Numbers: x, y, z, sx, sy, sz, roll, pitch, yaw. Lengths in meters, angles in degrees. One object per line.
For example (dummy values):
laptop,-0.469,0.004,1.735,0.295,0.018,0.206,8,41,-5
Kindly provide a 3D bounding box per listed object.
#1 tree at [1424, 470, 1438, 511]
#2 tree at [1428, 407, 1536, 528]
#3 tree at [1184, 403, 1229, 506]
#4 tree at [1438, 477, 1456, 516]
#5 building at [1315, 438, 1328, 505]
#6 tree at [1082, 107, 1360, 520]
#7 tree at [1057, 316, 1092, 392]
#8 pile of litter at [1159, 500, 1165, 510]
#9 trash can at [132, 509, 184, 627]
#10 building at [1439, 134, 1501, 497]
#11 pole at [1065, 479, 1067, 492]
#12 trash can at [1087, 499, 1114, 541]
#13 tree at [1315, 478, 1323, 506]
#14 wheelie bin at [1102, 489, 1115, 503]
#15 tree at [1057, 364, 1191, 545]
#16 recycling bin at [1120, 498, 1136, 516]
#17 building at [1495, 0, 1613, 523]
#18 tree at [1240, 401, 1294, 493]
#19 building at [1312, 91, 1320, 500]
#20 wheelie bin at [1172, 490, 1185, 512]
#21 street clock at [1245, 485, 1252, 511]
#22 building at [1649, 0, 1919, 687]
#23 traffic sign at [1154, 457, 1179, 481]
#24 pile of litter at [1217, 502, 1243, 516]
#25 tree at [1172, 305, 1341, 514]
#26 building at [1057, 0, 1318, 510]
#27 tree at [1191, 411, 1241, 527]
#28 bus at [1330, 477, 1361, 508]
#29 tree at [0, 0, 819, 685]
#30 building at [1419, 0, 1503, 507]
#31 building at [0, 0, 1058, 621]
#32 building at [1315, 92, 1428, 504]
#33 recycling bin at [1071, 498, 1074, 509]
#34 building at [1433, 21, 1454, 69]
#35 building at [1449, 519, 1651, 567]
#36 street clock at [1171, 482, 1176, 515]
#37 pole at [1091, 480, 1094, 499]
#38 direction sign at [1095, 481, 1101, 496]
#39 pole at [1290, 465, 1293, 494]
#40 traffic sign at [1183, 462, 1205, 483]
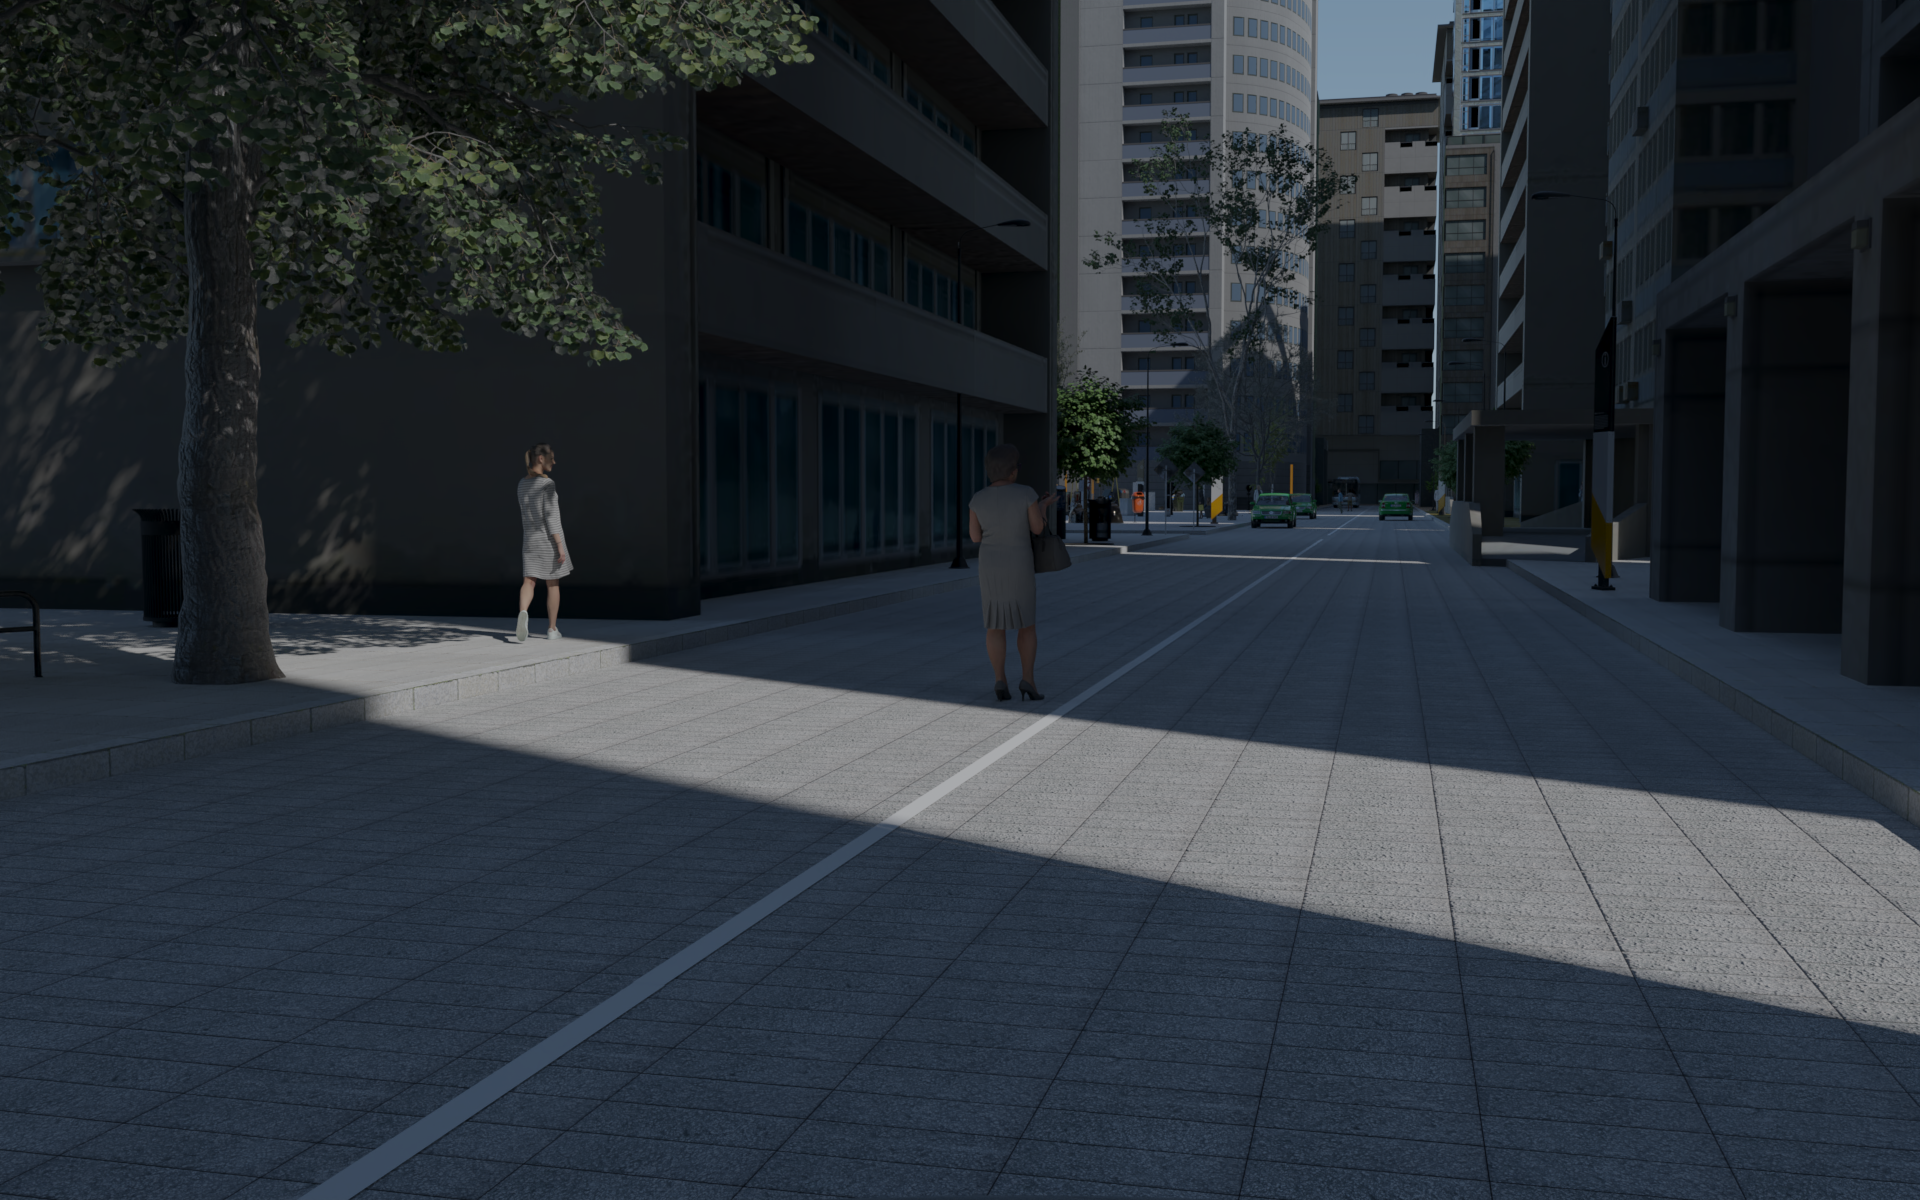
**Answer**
tree,37.106,-8.617,135.490,1.663,3.219,1.824,0,3,0
tree,19.948,-4.982,65.162,4.285,4.588,4.351,0,3,0
tree,18.714,-11.147,132.618,4.360,8.622,3.978,0,3,0
tree,29.665,-6.610,102.671,1.663,3.219,1.824,0,3,0
building,26.909,-54.319,200.794,31.000,86.520,22.319,1,4,14
tree,12.632,-14.022,85.148,12.611,20.169,13.585,0,3,0
tree,3.606,-7.471,72.509,4.360,8.622,3.978,0,3,0
pile of litter,16.160,-7.494,136.490,1.719,0.858,1.176,0,4,1
trash can,-7.626,-0.318,16.852,0.748,1.137,0.748,0,3,0
building,46.406,-22.587,141.001,14.160,30.474,14.107,1,4,14
pole,8.411,-8.789,137.544,0.158,3.312,0.155,0,3,0
trash can,3.822,-2.178,47.259,0.748,1.137,0.748,0,3,0
tree,38.245,-11.778,187.166,1.663,3.219,1.824,0,3,0
wheelie bin,9.552,-6.352,111.761,0.693,1.594,0.980,-3,4,-37
tree,3.279,-3.676,43.812,4.285,4.588,4.351,0,3,0
recycling bin,9.964,-5.522,102.836,0.722,1.027,0.722,-3,5,-40
building,37.554,-28.053,82.373,21.300,48.544,21.600,1,4,14
tree,23.049,-10.880,128.252,4.737,8.622,4.395,0,3,0
building,28.088,-29.888,172.265,14.154,41.232,14.086,1,4,14
wheelie bin,15.885,-7.206,125.721,0.980,1.594,0.693,-2,4,-27
street clock,22.509,-7.981,135.052,0.471,2.002,0.358,-1,4,-11
building,15.937,-34.774,6.805,20.563,71.187,20.611,1,4,14
traffic sign,6.460,-3.197,54.459,0.795,2.593,0.064,1,4,14
pile of litter,15.718,-5.320,100.953,1.719,0.858,1.176,0,4,-5
tree,19.247,-12.288,111.283,12.009,13.543,11.850,0,3,0
building,19.726,-37.245,150.959,21.231,58.520,28.212,1,4,14
tree,9.302,-5.155,67.991,4.285,4.588,4.351,0,3,0
bus,40.365,-11.375,180.838,2.948,3.499,13.247,1,4,14
tree,-5.083,-6.423,11.670,9.857,13.997,8.962,0,3,0
building,54.963,-51.847,160.365,22.319,86.520,31.000,1,4,14
building,-10.759,-24.775,28.770,21.300,48.544,21.600,1,4,14
building,51.491,-39.149,229.319,27.495,52.752,28.713,1,4,14
recycling bin,7.992,-6.646,121.224,0.722,1.027,0.722,-1,4,-13
building,66.227,-36.663,188.684,28.713,52.752,27.495,1,4,14
building,27.489,-21.050,36.051,32.217,40.220,23.993,1,4,14
street clock,12.834,-6.150,105.114,0.471,2.002,0.358,0,4,0
pole,10.414,-8.704,136.149,0.158,3.312,0.155,0,3,0
direction sign,10.902,-8.688,134.048,0.876,3.537,0.379,0,4,-1
pole,22.872,-7.689,119.558,0.158,3.312,0.155,0,3,0
traffic sign,8.388,-3.671,62.208,0.795,2.593,0.064,1,4,14
